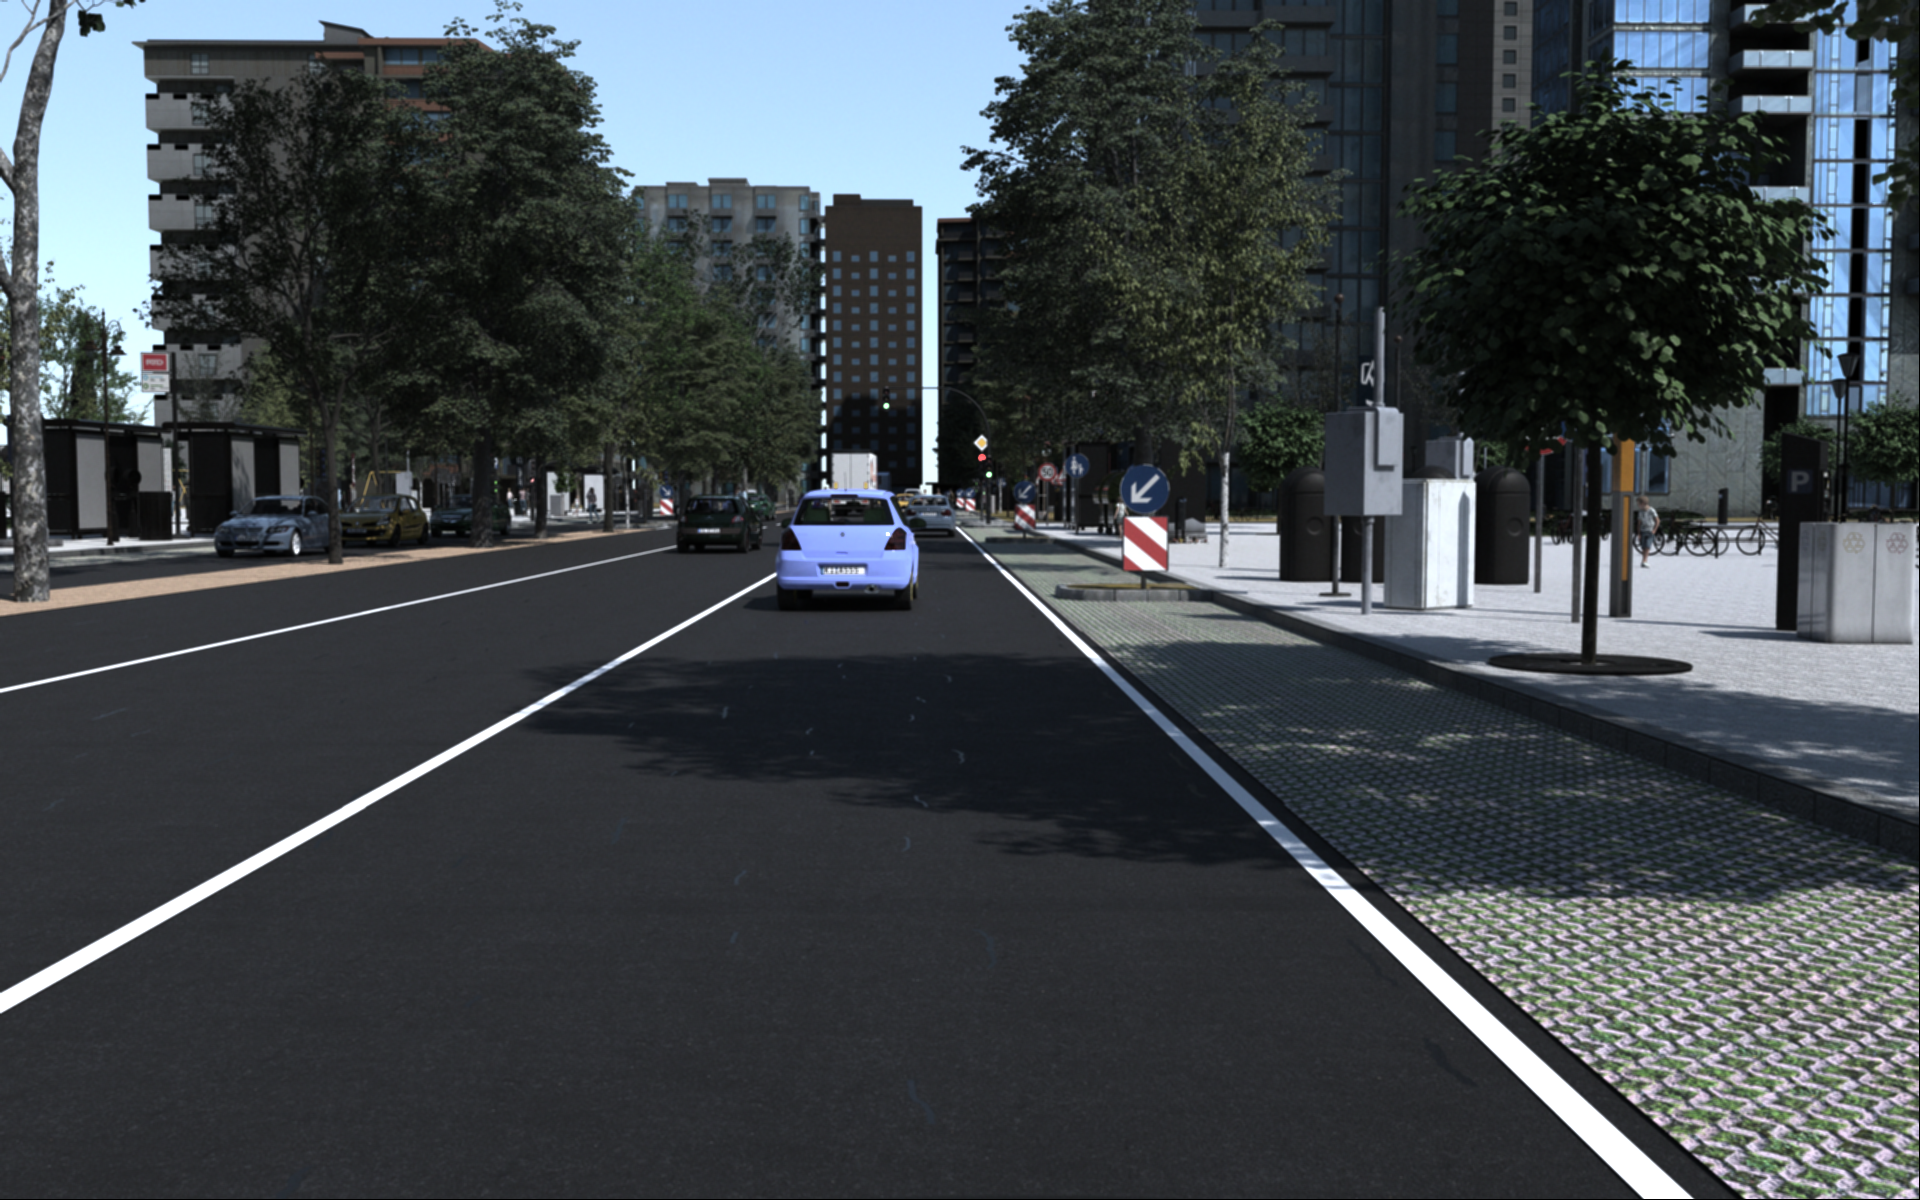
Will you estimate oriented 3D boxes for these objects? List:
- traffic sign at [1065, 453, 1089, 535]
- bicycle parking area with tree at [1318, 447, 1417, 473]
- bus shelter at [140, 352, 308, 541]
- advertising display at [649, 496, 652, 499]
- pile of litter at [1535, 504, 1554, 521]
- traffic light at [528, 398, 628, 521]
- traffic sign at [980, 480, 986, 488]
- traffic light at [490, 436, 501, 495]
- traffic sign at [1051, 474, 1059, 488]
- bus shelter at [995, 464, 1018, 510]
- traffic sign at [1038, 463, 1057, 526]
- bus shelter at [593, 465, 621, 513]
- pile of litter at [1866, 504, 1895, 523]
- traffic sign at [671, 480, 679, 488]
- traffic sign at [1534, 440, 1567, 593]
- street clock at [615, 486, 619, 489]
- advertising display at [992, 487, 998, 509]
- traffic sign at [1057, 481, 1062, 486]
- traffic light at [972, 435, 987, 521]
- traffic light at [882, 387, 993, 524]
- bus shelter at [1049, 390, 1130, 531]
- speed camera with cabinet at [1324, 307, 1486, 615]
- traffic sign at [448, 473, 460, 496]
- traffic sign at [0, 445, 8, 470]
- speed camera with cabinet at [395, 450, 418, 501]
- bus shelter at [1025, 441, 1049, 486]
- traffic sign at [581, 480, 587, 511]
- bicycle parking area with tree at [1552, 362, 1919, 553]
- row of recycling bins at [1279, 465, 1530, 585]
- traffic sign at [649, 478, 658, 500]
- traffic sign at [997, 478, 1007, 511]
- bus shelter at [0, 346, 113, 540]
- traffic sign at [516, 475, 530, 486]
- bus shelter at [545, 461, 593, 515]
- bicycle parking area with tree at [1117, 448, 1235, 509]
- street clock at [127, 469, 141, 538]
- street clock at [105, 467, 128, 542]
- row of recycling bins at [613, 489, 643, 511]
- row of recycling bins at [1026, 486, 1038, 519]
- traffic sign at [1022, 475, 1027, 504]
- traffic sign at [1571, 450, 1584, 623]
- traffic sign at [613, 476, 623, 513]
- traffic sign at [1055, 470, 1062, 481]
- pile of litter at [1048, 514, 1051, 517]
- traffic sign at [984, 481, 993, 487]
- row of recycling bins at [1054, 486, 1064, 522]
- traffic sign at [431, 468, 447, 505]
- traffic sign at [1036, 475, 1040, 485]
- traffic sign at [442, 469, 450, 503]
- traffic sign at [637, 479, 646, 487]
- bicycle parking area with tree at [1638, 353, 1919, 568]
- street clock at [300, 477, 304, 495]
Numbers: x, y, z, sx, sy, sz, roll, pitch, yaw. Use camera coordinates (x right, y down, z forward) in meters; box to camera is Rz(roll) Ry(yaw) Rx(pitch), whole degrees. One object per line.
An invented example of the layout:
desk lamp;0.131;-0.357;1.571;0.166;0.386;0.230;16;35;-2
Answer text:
traffic sign;3.670;-3.315;54.310;0.768;2.556;0.104;0;4;7
bicycle parking area with tree;27.163;-7.358;107.300;9.016;4.147;8.231;0;4;4
bus shelter;-22.102;-4.531;51.722;2.179;5.291;8.768;0;4;-1
advertising display;-24.536;-8.086;137.422;0.123;1.923;0.974;-1;4;-16
pile of litter;27.991;-4.195;82.550;1.176;0.858;1.719;3;5;42
traffic light;-17.954;-6.522;81.298;4.771;5.953;1.251;0;4;-1
traffic sign;2.088;-9.238;151.146;0.768;2.556;0.104;0;4;6
traffic light;-19.864;-5.157;73.233;0.839;4.253;0.868;0;4;-1
traffic sign;6.071;-6.654;108.899;0.768;2.556;0.104;0;4;4
bus shelter;3.770;-9.002;138.460;1.731;3.624;6.357;0;4;-1
traffic sign;3.540;-4.283;70.140;0.768;2.556;0.104;0;4;8
bus shelter;-25.427;-7.853;122.312;2.014;3.302;5.546;0;4;-1
pile of litter;38.456;-3.565;72.255;1.719;0.858;1.176;-2;4;-34
traffic sign;-23.595;-8.785;143.743;0.768;2.556;0.104;0;4;7
traffic sign;7.506;-1.366;22.436;0.768;2.556;0.104;0;4;1
street clock;-27.861;-8.322;140.638;0.358;2.002;0.471;-2;4;-26
advertising display;3.065;-8.913;150.940;0.123;1.923;0.974;2;4;27
traffic sign;6.452;-6.638;108.637;0.768;2.556;0.104;0;4;6
traffic light;1.012;-5.675;81.702;0.839;4.253;0.868;0;4;-1
traffic light;-0.898;-6.047;73.531;4.771;5.953;1.251;0;4;-1
bus shelter;4.811;-5.326;64.714;2.179;5.291;8.768;0;4;-1
speed camera with cabinet;4.854;-1.510;19.023;2.038;3.252;0.660;-3;5;-40
traffic sign;-24.579;-5.015;84.119;0.606;2.300;0.079;0;4;5
traffic sign;-23.921;-2.672;43.800;0.768;2.556;0.104;0;4;1
speed camera with cabinet;-23.115;-4.770;72.323;0.660;3.252;2.038;-1;4;-9
bus shelter;5.931;-9.292;129.556;2.179;5.291;8.768;0;4;-1
traffic sign;-27.531;-7.792;127.506;0.768;2.556;0.104;0;4;5
bicycle parking area with tree;19.792;-3.528;44.680;8.231;4.147;9.016;3;5;44
row of recycling bins;6.422;-1.103;25.144;3.534;1.692;1.069;1;4;16
traffic sign;-23.599;-8.137;133.049;0.884;2.594;0.081;1;4;8
traffic sign;3.220;-8.180;133.846;0.768;2.556;0.104;0;3;0
bus shelter;-25.543;-4.403;49.615;2.179;5.291;8.768;0;4;-1
traffic sign;-27.187;-6.583;107.638;0.884;2.594;0.081;0;4;1
bus shelter;-24.467;-6.948;107.518;2.014;3.302;5.546;0;4;-1
bicycle parking area with tree;14.537;-8.001;117.815;9.016;4.147;8.231;3;4;38
street clock;-24.131;-2.810;50.515;0.358;2.002;0.471;2;4;23
street clock;-22.666;-2.557;46.378;0.358;2.002;0.471;0;4;-5
row of recycling bins;-24.979;-7.531;130.246;1.069;1.692;3.534;2;4;33
row of recycling bins;3.866;-5.030;89.347;1.069;1.692;3.534;0;4;0
traffic sign;3.964;-6.746;110.403;0.768;2.556;0.104;0;4;2
traffic sign;6.146;-1.046;17.210;0.768;2.556;0.104;0;4;1
traffic sign;-23.606;-7.291;119.311;0.768;2.556;0.104;1;4;8
traffic sign;4.401;-4.409;72.087;0.884;2.594;0.081;0;4;8
pile of litter;4.533;-5.089;97.170;1.176;0.858;1.719;1;4;11
traffic sign;2.449;-9.187;150.320;0.768;2.556;0.104;0;4;4
row of recycling bins;5.588;-4.952;88.084;1.069;1.692;3.534;0;4;7
traffic sign;-25.056;-5.084;83.231;0.768;2.556;0.104;0;4;0
traffic sign;4.805;-6.358;103.960;0.884;2.594;0.081;0;4;4
traffic sign;-25.834;-5.296;86.695;0.768;2.556;0.104;0;4;8
traffic sign;-24.762;-8.263;135.108;0.884;2.594;0.081;1;4;8
bicycle parking area with tree;18.041;-2.806;32.878;9.016;4.147;8.231;1;4;12
street clock;-28.108;-4.221;73.582;0.471;2.002;0.358;-3;5;-39
